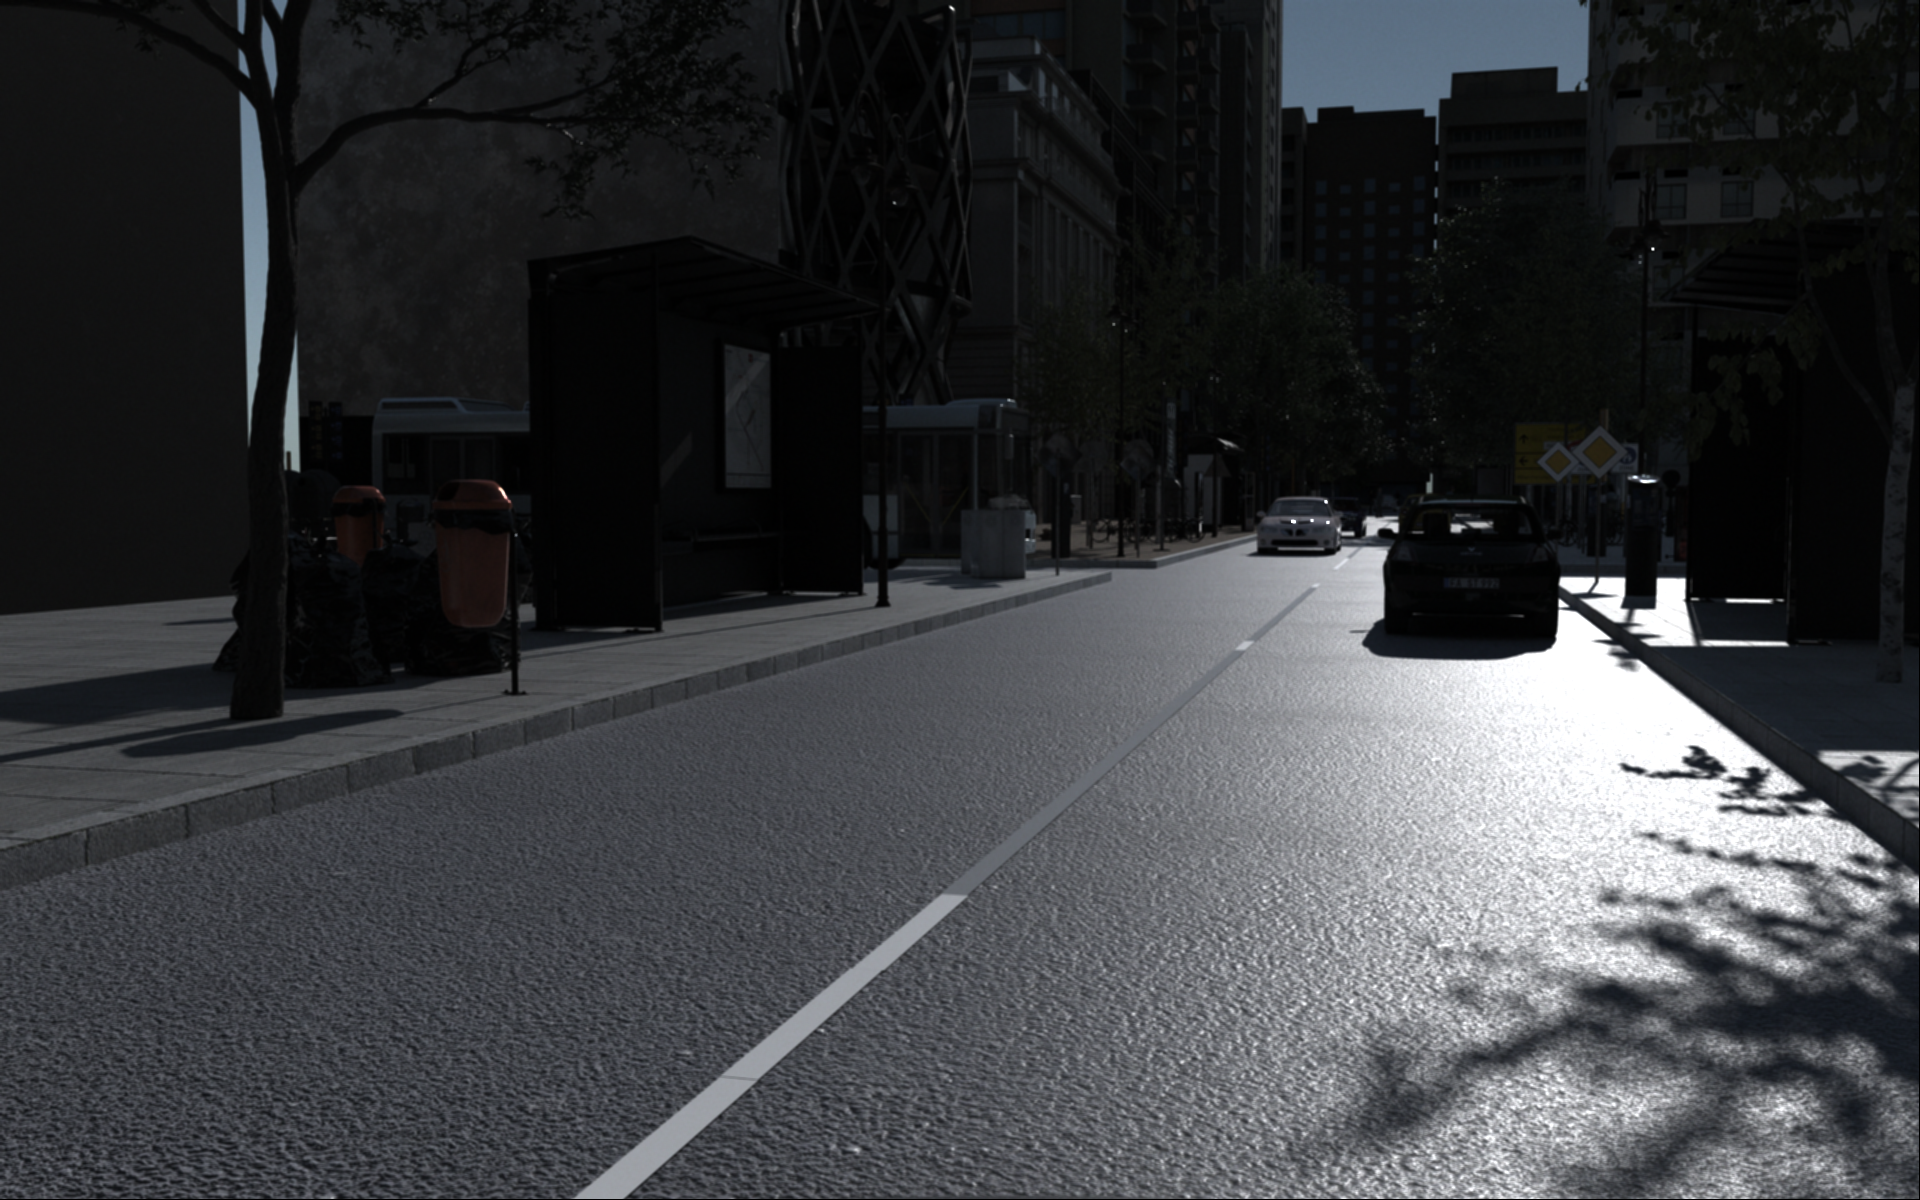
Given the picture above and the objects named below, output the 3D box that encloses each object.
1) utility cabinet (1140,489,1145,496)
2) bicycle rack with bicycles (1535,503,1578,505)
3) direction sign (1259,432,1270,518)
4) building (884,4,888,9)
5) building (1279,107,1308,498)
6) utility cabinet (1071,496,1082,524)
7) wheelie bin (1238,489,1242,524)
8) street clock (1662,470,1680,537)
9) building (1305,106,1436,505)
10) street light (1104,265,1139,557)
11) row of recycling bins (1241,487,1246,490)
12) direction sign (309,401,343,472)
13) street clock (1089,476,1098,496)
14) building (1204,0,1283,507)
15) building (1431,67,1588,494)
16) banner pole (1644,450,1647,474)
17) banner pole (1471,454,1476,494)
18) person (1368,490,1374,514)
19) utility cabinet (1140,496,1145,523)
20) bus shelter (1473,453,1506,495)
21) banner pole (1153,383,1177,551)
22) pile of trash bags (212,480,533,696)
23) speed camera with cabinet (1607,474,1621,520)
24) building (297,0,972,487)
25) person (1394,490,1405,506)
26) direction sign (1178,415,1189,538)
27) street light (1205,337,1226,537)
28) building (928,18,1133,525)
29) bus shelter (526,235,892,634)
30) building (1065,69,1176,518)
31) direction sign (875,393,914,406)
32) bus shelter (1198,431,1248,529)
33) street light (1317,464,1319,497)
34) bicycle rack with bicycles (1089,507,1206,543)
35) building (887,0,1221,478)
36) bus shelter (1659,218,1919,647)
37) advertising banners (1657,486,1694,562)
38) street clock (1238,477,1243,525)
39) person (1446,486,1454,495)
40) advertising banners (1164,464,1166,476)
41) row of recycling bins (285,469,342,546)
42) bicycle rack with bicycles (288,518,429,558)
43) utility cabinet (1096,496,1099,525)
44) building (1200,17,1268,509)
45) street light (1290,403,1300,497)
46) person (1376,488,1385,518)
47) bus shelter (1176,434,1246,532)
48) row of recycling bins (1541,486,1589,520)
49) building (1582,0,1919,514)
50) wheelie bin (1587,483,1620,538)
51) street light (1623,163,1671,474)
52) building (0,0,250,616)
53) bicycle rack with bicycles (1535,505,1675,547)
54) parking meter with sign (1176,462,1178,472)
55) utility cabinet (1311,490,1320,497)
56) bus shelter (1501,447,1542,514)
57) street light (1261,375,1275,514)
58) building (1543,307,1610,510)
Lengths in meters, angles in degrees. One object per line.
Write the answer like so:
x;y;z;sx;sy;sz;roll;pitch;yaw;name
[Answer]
8.418;-4.221;77.691;0.318;1.500;1.173;3;5;44;utility cabinet
21.711;-2.940;61.451;2.852;0.926;2.925;-3;5;-44;bicycle rack with bicycles
11.193;-4.386;63.700;0.379;3.537;0.876;2;4;33;direction sign
-8.756;-55.508;220.229;31.000;86.520;22.319;1;4;15;building
31.401;-35.870;210.168;21.600;48.544;21.300;1;4;15;building
4.739;-3.796;73.227;0.306;1.237;1.020;3;4;38;utility cabinet
11.694;-4.014;73.538;0.693;1.594;0.980;3;5;40;wheelie bin
21.282;-2.893;51.873;0.471;2.002;0.358;0;4;3;street clock
47.968;-33.792;202.617;14.200;45.320;14.600;1;4;15;building
3.283;-3.816;35.176;0.468;5.910;1.993;1;4;15;street light
16.038;-5.914;103.806;1.069;1.692;3.534;-3;5;-41;row of recycling bins
-15.509;-3.085;42.431;0.379;3.537;0.876;3;4;39;direction sign
5.381;-3.988;69.768;0.358;2.002;0.471;1;4;9;street clock
19.823;-44.547;166.599;20.611;71.187;20.563;1;4;15;building
66.022;-35.294;200.751;21.600;48.544;21.300;1;4;15;building
34.273;-5.940;87.136;0.863;3.779;0.401;-3;4;-36;banner pole
28.630;-6.519;96.603;0.401;3.779;0.863;0;4;1;banner pole
29.050;-6.898;122.113;0.721;1.723;1.217;1;4;18;person
8.376;-3.979;76.210;1.020;1.237;0.306;-1;4;-21;utility cabinet
26.878;-5.707;87.241;2.014;3.302;5.546;1;4;15;bus shelter
4.707;-3.013;39.286;0.401;3.779;0.863;3;4;36;banner pole
-3.886;-0.141;12.064;1.912;1.369;3.447;-3;4;-37;pile of trash bags
30.910;-5.281;80.684;2.038;3.252;0.660;-3;4;-38;speed camera with cabinet
-8.360;-11.423;54.219;16.820;18.784;16.811;1;4;15;building
40.176;-9.164;158.858;1.217;1.766;0.721;2;4;33;person
6.451;-3.559;50.193;0.379;3.537;0.876;-1;4;-10;direction sign
7.542;-4.798;51.234;0.468;5.910;1.993;1;4;15;street light
-0.582;-14.575;80.097;13.314;21.916;24.055;1;4;15;building
-2.481;-1.694;18.983;1.731;3.624;6.357;1;4;15;bus shelter
5.133;-16.499;99.442;12.332;23.373;15.834;1;4;15;building
-1.474;-2.885;39.162;0.876;3.537;0.379;-1;4;-15;direction sign
10.041;-4.659;67.461;1.731;3.624;6.357;1;4;15;bus shelter
20.659;-7.781;100.007;0.468;5.910;1.993;1;4;15;street light
5.211;-2.027;46.522;2.925;0.926;2.852;2;4;26;bicycle rack with bicycles
6.943;-28.839;126.136;22.147;44.769;28.867;1;4;15;building
8.383;-1.608;17.575;1.731;3.624;6.357;1;4;15;bus shelter
13.747;-2.239;32.788;2.074;3.025;0.090;-1;4;-11;advertising banners
11.355;-4.064;71.022;0.471;2.002;0.358;2;4;35;street clock
21.229;-4.052;75.090;0.444;1.785;0.601;-1;4;-21;person
12.562;-6.331;99.704;2.074;3.025;0.090;2;4;30;advertising banners
-11.903;-1.392;29.880;3.534;1.692;1.069;2;4;34;row of recycling bins
-8.984;-0.748;25.615;2.852;0.926;2.925;1;4;11;bicycle rack with bicycles
5.620;-3.722;72.013;0.306;1.237;1.020;0;4;4;utility cabinet
18.159;-28.306;146.401;14.154;41.232;14.086;1;4;15;building
16.271;-6.801;83.985;0.468;5.910;1.993;1;4;15;street light
25.575;-5.906;105.240;0.590;1.801;0.661;1;4;21;person
8.769;-4.105;61.042;2.014;3.302;5.546;1;4;15;bus shelter
30.018;-4.844;86.319;3.534;1.692;1.069;1;4;14;row of recycling bins
59.862;-32.660;123.225;28.713;52.752;27.495;1;4;15;building
18.951;-2.640;51.065;0.980;1.594;0.693;3;5;44;wheelie bin
9.699;-3.168;24.589;0.468;5.910;1.993;1;4;15;street light
-18.295;-11.493;17.594;15.834;23.373;12.332;1;4;15;building
15.894;-1.835;43.389;2.925;0.926;2.852;0;4;-4;bicycle rack with bicycles
12.243;-5.976;93.969;0.543;3.016;1.738;2;4;25;parking meter with sign
21.859;-6.031;107.285;0.318;1.500;1.173;3;5;41;utility cabinet
25.506;-6.125;77.770;2.179;5.291;8.768;1;4;15;bus shelter
11.935;-5.778;67.255;0.468;5.910;1.993;1;4;15;street light
66.367;-18.748;151.575;27.650;21.520;28.899;1;4;15;building
